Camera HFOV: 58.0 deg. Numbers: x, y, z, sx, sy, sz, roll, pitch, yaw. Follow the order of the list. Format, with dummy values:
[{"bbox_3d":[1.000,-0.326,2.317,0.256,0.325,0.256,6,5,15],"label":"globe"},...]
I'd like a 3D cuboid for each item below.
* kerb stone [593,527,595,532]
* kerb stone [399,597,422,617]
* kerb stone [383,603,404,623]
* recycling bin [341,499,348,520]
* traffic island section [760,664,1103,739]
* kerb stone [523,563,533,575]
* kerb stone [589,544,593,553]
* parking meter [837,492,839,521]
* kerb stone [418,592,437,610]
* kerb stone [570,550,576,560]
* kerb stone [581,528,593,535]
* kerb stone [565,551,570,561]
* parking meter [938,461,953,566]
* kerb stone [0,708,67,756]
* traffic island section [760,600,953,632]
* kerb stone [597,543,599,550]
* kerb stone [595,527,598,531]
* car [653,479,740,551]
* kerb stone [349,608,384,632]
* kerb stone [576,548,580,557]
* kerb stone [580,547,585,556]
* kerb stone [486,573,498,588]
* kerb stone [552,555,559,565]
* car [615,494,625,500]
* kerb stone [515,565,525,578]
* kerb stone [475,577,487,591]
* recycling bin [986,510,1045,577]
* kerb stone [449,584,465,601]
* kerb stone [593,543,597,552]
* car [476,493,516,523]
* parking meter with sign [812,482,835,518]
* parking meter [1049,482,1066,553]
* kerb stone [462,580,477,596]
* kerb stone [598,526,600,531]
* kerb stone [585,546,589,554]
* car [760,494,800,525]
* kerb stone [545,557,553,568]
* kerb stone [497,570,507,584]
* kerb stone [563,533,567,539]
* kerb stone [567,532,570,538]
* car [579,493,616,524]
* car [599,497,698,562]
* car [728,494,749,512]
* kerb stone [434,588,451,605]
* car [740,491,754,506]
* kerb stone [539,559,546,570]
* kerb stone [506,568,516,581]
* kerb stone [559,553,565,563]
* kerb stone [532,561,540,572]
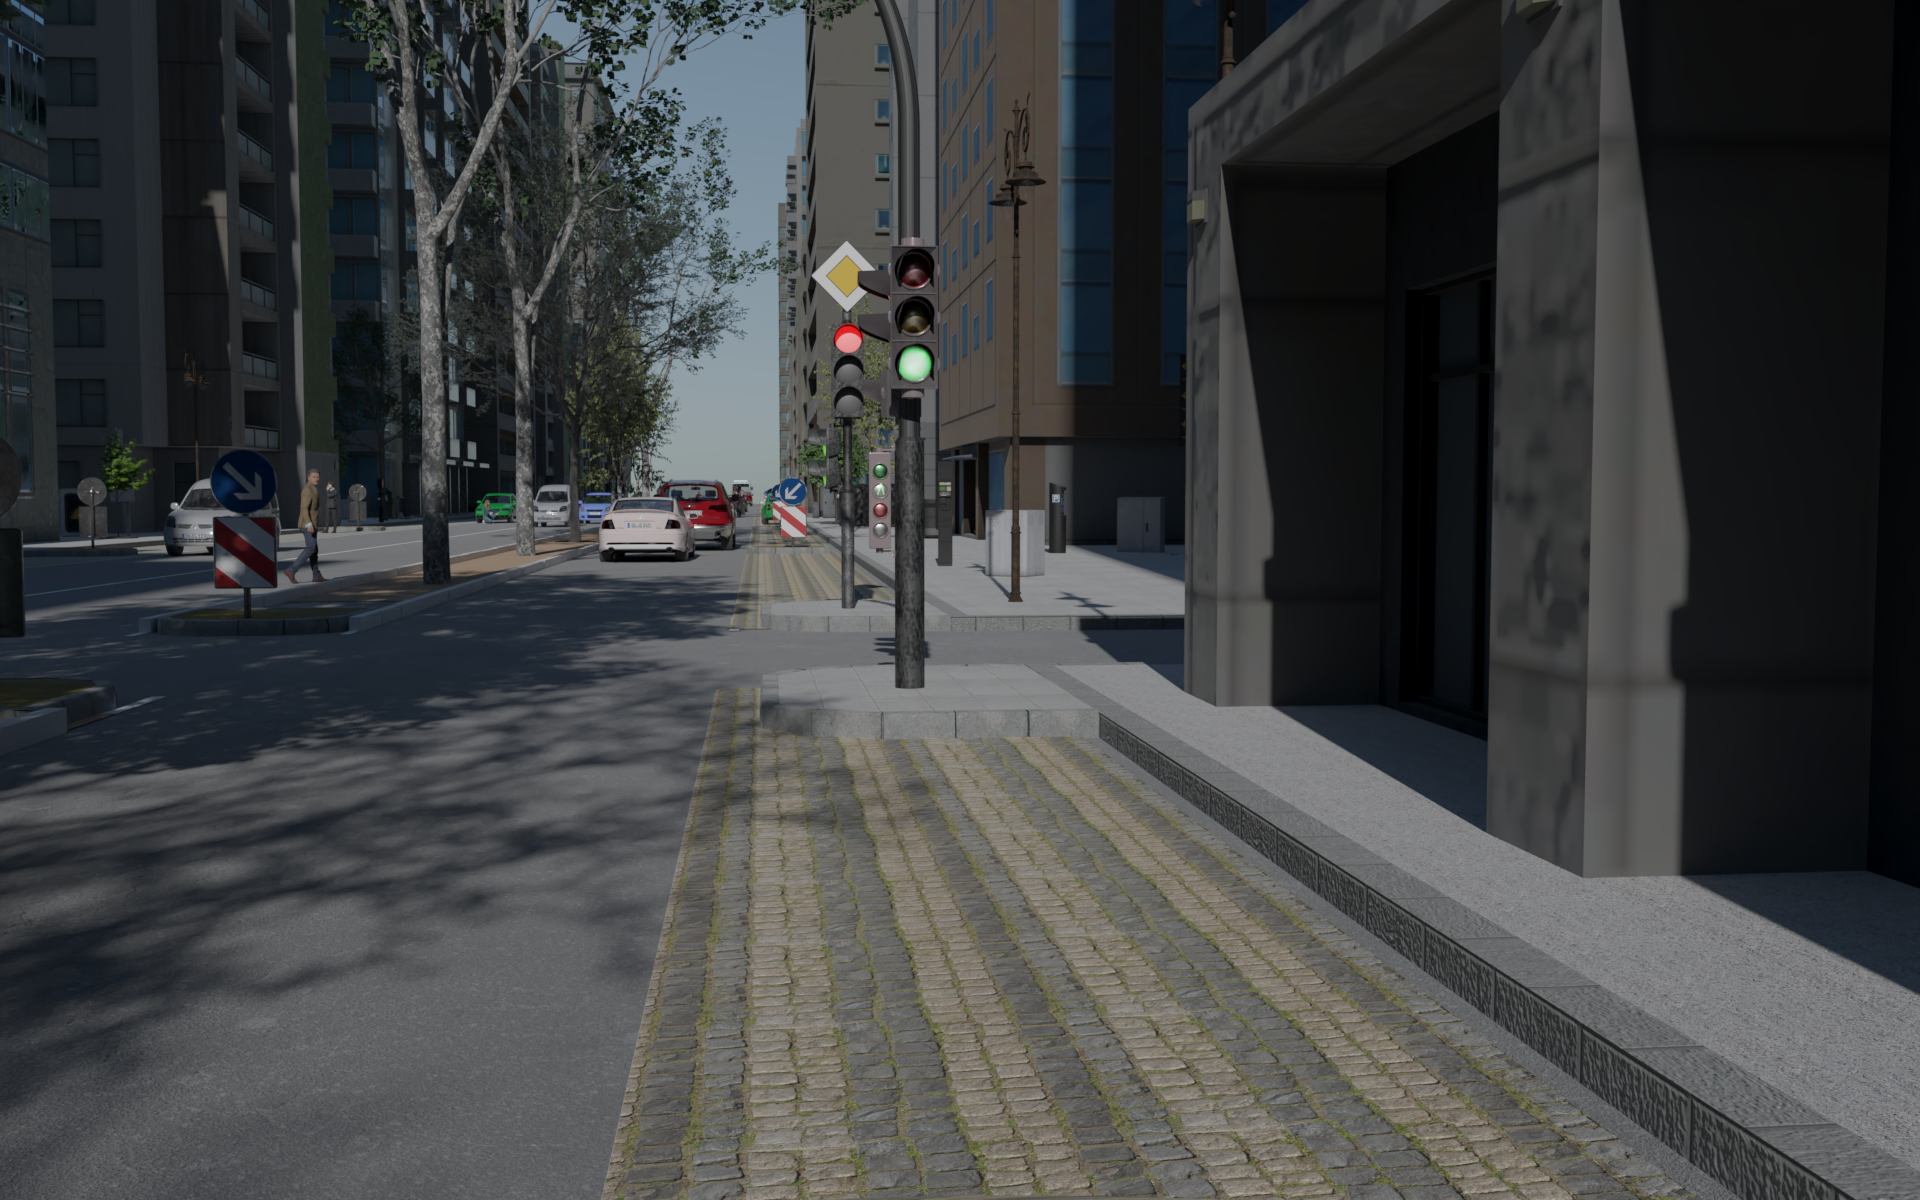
[{"bbox_3d":[-13.728,-2.568,64.179,0.120,0.150,1.000,0,4,-7],"label":"kerb stone"},{"bbox_3d":[-6.586,0.099,20.573,0.120,0.150,1.000,0,4,-7],"label":"kerb stone"},{"bbox_3d":[-6.476,0.166,19.557,0.120,0.150,1.000,0,4,-7],"label":"kerb stone"},{"bbox_3d":[-31.159,-4.556,87.044,0.722,1.027,0.722,-3,4,-38],"label":"recycling bin"},{"bbox_3d":[-0.321,0.658,11.521,2.009,0.180,2.903,0,4,-7],"label":"traffic island section"},{"bbox_3d":[-7.768,-0.525,30.779,0.120,0.150,1.000,0,4,-7],"label":"kerb stone"},{"bbox_3d":[-9.063,-1.211,41.987,0.120,0.150,1.000,0,4,-7],"label":"kerb stone"},{"bbox_3d":[-5.803,-4.573,83.184,0.372,1.533,0.369,0,3,0],"label":"parking meter"},{"bbox_3d":[-6.710,0.037,21.595,0.120,0.150,1.000,0,4,-7],"label":"kerb stone"},{"bbox_3d":[-8.585,-0.961,37.909,0.120,0.150,1.000,0,4,-7],"label":"kerb stone"},{"bbox_3d":[-13.602,-2.505,63.157,0.120,0.150,1.000,0,4,-7],"label":"kerb stone"},{"bbox_3d":[-8.472,-0.899,36.892,0.120,0.150,1.000,0,4,-7],"label":"kerb stone"},{"bbox_3d":[-0.262,-1.538,30.850,0.255,1.863,0.399,0,4,0],"label":"parking meter"},{"bbox_3d":[-5.363,0.753,9.892,0.120,0.150,1.000,0,4,-7],"label":"kerb stone"},{"bbox_3d":[-1.234,0.173,19.454,2.009,0.180,2.903,0,4,-7],"label":"traffic island section"},{"bbox_3d":[-9.291,-1.335,44.021,0.120,0.150,1.000,0,4,-7],"label":"kerb stone"},{"bbox_3d":[-13.848,-2.630,65.193,0.120,0.150,1.000,0,4,-7],"label":"kerb stone"},{"bbox_3d":[-6.915,-2.238,45.263,2.281,1.827,5.304,0,4,-6],"label":"car"},{"bbox_3d":[-6.361,0.224,18.541,0.120,0.150,1.000,0,4,-7],"label":"kerb stone"},{"bbox_3d":[-8.712,-1.023,38.927,0.120,0.150,1.000,0,4,-7],"label":"kerb stone"},{"bbox_3d":[-8.826,-1.084,39.942,0.120,0.150,1.000,0,4,-7],"label":"kerb stone"},{"bbox_3d":[-7.291,-0.275,26.685,0.120,0.150,1.000,0,4,-7],"label":"kerb stone"},{"bbox_3d":[-8.236,-0.775,34.859,0.120,0.150,1.000,0,4,-7],"label":"kerb stone"},{"bbox_3d":[-30.987,-8.926,156.159,2.015,1.641,3.980,0,4,-5],"label":"car"},{"bbox_3d":[-7.652,-0.460,29.747,0.120,0.150,1.000,0,4,-7],"label":"kerb stone"},{"bbox_3d":[-7.183,-0.212,25.668,0.120,0.150,1.000,0,4,-7],"label":"kerb stone"},{"bbox_3d":[0.868,-0.894,27.178,0.722,1.027,0.722,2,4,28],"label":"recycling bin"},{"bbox_3d":[-6.942,-0.088,23.632,0.120,0.150,1.000,0,4,-7],"label":"kerb stone"},{"bbox_3d":[-9.175,-1.273,43.004,0.120,0.150,1.000,0,4,-7],"label":"kerb stone"},{"bbox_3d":[-23.169,-4.788,87.087,1.959,1.807,4.718,0,4,-6],"label":"car"},{"bbox_3d":[-6.934,-5.829,91.564,1.738,3.016,0.543,0,4,-4],"label":"parking meter with sign"},{"bbox_3d":[2.118,-1.784,37.577,0.372,1.533,0.369,0,3,0],"label":"parking meter"},{"bbox_3d":[-7.062,-0.150,24.652,0.120,0.150,1.000,0,4,-7],"label":"kerb stone"},{"bbox_3d":[-13.964,-2.692,66.209,0.120,0.150,1.000,0,4,-7],"label":"kerb stone"},{"bbox_3d":[-8.938,-1.148,40.973,0.120,0.150,1.000,0,4,-7],"label":"kerb stone"},{"bbox_3d":[-8.478,-4.476,81.979,1.959,1.807,4.718,-1,4,-8],"label":"car"},{"bbox_3d":[-8.118,-0.712,33.844,0.120,0.150,1.000,0,4,-7],"label":"kerb stone"},{"bbox_3d":[-7.415,-0.336,27.704,0.120,0.150,1.000,0,4,-7],"label":"kerb stone"},{"bbox_3d":[-12.672,-2.007,55.010,0.120,0.150,1.000,0,4,-7],"label":"kerb stone"},{"bbox_3d":[-12.789,-2.064,56.026,0.120,0.150,1.000,0,4,-7],"label":"kerb stone"},{"bbox_3d":[-17.583,-4.574,84.382,1.945,1.707,3.694,0,4,-5],"label":"car"},{"bbox_3d":[-6.820,-1.565,37.952,2.083,1.381,4.827,0,4,-6],"label":"car"},{"bbox_3d":[-17.889,-7.733,138.230,2.131,1.459,4.920,0,4,-8],"label":"car"},{"bbox_3d":[-6.835,-0.026,22.613,0.120,0.150,1.000,0,4,-7],"label":"kerb stone"},{"bbox_3d":[-25.420,-11.929,203.711,2.281,1.827,5.304,0,4,-6],"label":"car"},{"bbox_3d":[-8.009,-0.649,32.815,0.120,0.150,1.000,0,4,-7],"label":"kerb stone"},{"bbox_3d":[-7.533,-0.400,28.729,0.120,0.150,1.000,0,4,-7],"label":"kerb stone"},{"bbox_3d":[-8.354,-0.837,35.875,0.120,0.150,1.000,0,4,-7],"label":"kerb stone"},{"bbox_3d":[-7.885,-0.587,31.800,0.120,0.150,1.000,0,4,-7],"label":"kerb stone"}]
